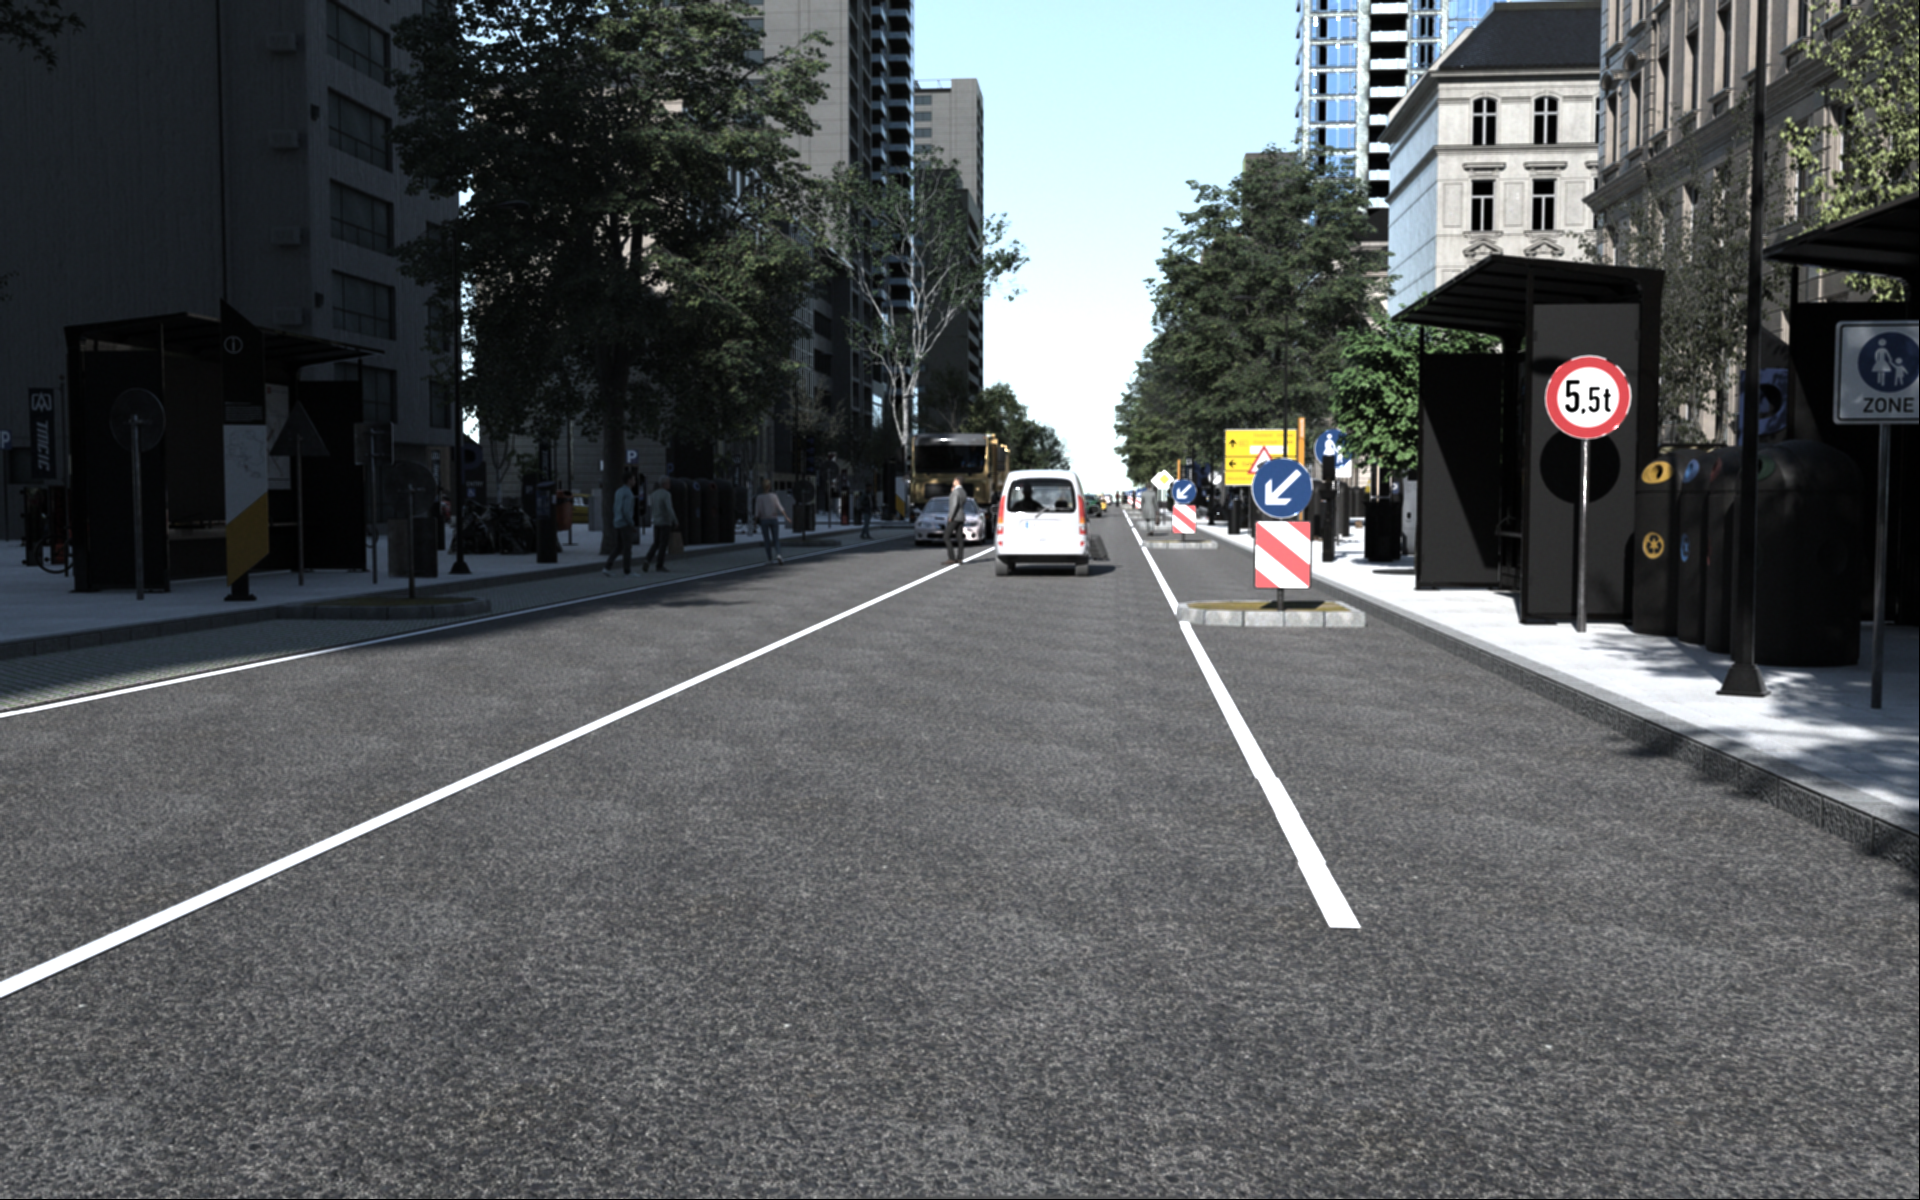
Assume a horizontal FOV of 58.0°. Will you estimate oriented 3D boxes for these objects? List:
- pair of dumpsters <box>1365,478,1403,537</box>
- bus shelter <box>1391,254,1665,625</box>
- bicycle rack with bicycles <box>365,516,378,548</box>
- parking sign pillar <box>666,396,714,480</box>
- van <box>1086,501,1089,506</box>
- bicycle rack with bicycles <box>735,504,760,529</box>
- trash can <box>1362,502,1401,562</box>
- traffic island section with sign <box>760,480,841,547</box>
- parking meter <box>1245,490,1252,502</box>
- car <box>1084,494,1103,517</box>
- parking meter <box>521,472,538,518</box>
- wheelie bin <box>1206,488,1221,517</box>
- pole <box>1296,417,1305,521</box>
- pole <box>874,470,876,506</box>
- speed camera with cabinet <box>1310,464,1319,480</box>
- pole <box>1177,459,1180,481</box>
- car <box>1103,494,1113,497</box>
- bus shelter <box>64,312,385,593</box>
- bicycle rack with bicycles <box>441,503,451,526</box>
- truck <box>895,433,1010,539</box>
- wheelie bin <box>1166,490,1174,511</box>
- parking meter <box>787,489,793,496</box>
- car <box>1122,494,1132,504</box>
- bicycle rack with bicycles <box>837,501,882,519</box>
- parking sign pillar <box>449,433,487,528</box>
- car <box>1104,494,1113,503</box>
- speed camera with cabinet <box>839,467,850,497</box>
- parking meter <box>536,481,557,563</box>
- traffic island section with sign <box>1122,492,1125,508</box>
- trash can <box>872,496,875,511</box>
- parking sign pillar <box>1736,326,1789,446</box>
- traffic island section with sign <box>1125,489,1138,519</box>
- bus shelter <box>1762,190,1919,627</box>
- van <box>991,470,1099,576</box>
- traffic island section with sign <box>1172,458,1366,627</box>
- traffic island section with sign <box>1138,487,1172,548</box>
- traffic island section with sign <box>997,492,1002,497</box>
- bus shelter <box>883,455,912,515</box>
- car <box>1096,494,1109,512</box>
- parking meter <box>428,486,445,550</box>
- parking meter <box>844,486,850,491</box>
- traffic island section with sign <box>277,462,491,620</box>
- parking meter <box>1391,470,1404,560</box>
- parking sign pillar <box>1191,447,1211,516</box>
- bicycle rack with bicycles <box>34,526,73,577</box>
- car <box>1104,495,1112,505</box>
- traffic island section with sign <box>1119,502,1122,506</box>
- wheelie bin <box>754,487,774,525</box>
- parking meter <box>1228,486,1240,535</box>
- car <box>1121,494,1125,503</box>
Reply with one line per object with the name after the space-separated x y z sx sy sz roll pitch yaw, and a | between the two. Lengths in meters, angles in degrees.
10.402 -2.282 39.811 1.574 2.255 4.437 0 4 5 | pair of dumpsters
6.322 -1.757 20.005 1.731 3.624 6.357 0 4 5 | bus shelter
-15.665 -1.709 41.323 2.925 0.926 2.852 3 5 41 | bicycle rack with bicycles
-7.349 -3.588 47.130 1.447 3.967 1.447 -3 5 -44 | parking sign pillar
2.759 -2.666 50.604 2.013 2.044 4.112 0 4 6 | van
-8.575 -3.149 64.869 2.925 0.926 2.852 2 4 30 | bicycle rack with bicycles
8.000 -1.300 32.910 0.748 1.137 0.748 0 3 0 | trash can
-4.305 -2.372 47.403 1.989 1.847 2.006 0 4 5 | traffic island section with sign
15.080 -5.014 90.393 0.372 1.533 0.369 0 3 0 | parking meter
7.833 -5.850 107.437 2.131 1.459 4.920 0 4 3 | car
-11.386 -2.456 45.872 0.399 1.863 0.255 0 4 0 | parking meter
14.241 -5.430 96.685 0.980 1.594 0.693 -1 4 -22 | wheelie bin
9.080 -3.201 46.177 0.158 3.312 0.155 0 3 0 | pole
-7.090 -9.227 144.704 0.158 3.312 0.155 0 3 0 | pole
19.628 -6.459 99.947 2.038 3.252 0.660 -1 4 -9 | speed camera with cabinet
12.891 -6.623 102.135 0.158 3.312 0.155 0 3 0 | pole
25.577 -17.861 301.067 2.155 1.783 4.494 0 4 5 | car
-10.555 -2.094 25.518 1.731 3.624 6.357 0 4 5 | bus shelter
-21.719 -3.462 69.994 2.852 0.926 2.925 1 4 16 | bicycle rack with bicycles
0.053 -3.774 57.626 3.469 3.379 9.791 0 4 6 | truck
16.169 -7.597 132.119 0.980 1.594 0.693 -1 4 -11 | wheelie bin
-8.271 -4.669 84.742 0.372 1.533 0.369 0 3 0 | parking meter
23.511 -14.165 241.388 2.009 1.686 4.222 0 4 5 | car
-5.020 -4.678 89.862 2.925 0.926 2.852 -2 4 -25 | bicycle rack with bicycles
-18.754 -4.745 66.049 1.447 3.967 1.447 -3 5 -43 | parking sign pillar
24.810 -17.211 291.618 2.015 1.641 3.980 0 4 6 | car
-8.312 -8.261 129.407 0.660 3.252 2.038 2 4 24 | speed camera with cabinet
-7.706 -1.460 32.280 0.372 1.533 0.369 0 3 0 | parking meter
13.157 -7.289 127.797 1.989 1.847 2.006 0 4 5 | traffic island section with sign
-6.658 -7.164 128.784 0.748 1.137 0.748 0 3 0 | trash can
12.640 -2.337 26.679 1.447 3.967 1.447 -2 4 -26 | parking sign pillar
10.747 -5.645 100.926 1.989 1.847 2.006 0 4 5 | traffic island section with sign
8.315 -1.383 13.890 1.731 3.624 6.357 0 4 5 | bus shelter
1.532 -1.499 31.521 2.013 2.044 4.112 0 4 4 | van
3.477 -0.676 19.679 1.989 1.847 2.006 0 4 5 | traffic island section with sign
5.878 -2.318 46.527 1.989 1.847 2.006 0 4 5 | traffic island section with sign
3.048 -7.393 129.495 1.989 1.847 2.006 0 4 5 | traffic island section with sign
-3.535 -7.116 107.626 1.731 3.624 6.357 0 4 5 | bus shelter
10.775 -7.769 137.240 2.015 1.641 3.980 0 4 5 | car
-12.001 -1.912 39.675 0.372 1.533 0.369 0 3 0 | parking meter
-7.713 -6.864 117.937 0.255 1.863 0.399 -3 4 -37 | parking meter
-6.707 -0.729 20.554 1.989 1.847 2.006 0 4 5 | traffic island section with sign
8.457 -1.726 33.930 0.399 1.863 0.255 0 4 -4 | parking meter
14.012 -6.849 100.451 1.447 3.967 1.447 -3 4 -38 | parking sign pillar
-13.404 -0.895 28.015 2.925 0.926 2.852 -1 4 -12 | bicycle rack with bicycles
18.582 -12.936 223.859 2.083 1.381 4.827 0 4 3 | car
17.710 -10.405 178.747 1.989 1.847 2.006 0 4 5 | traffic island section with sign
-8.241 -3.979 72.964 0.980 1.594 0.693 1 4 18 | wheelie bin
8.701 -2.847 54.963 0.372 1.533 0.369 0 3 0 | parking meter
26.593 -16.283 276.014 2.009 1.686 4.222 0 4 6 | car
